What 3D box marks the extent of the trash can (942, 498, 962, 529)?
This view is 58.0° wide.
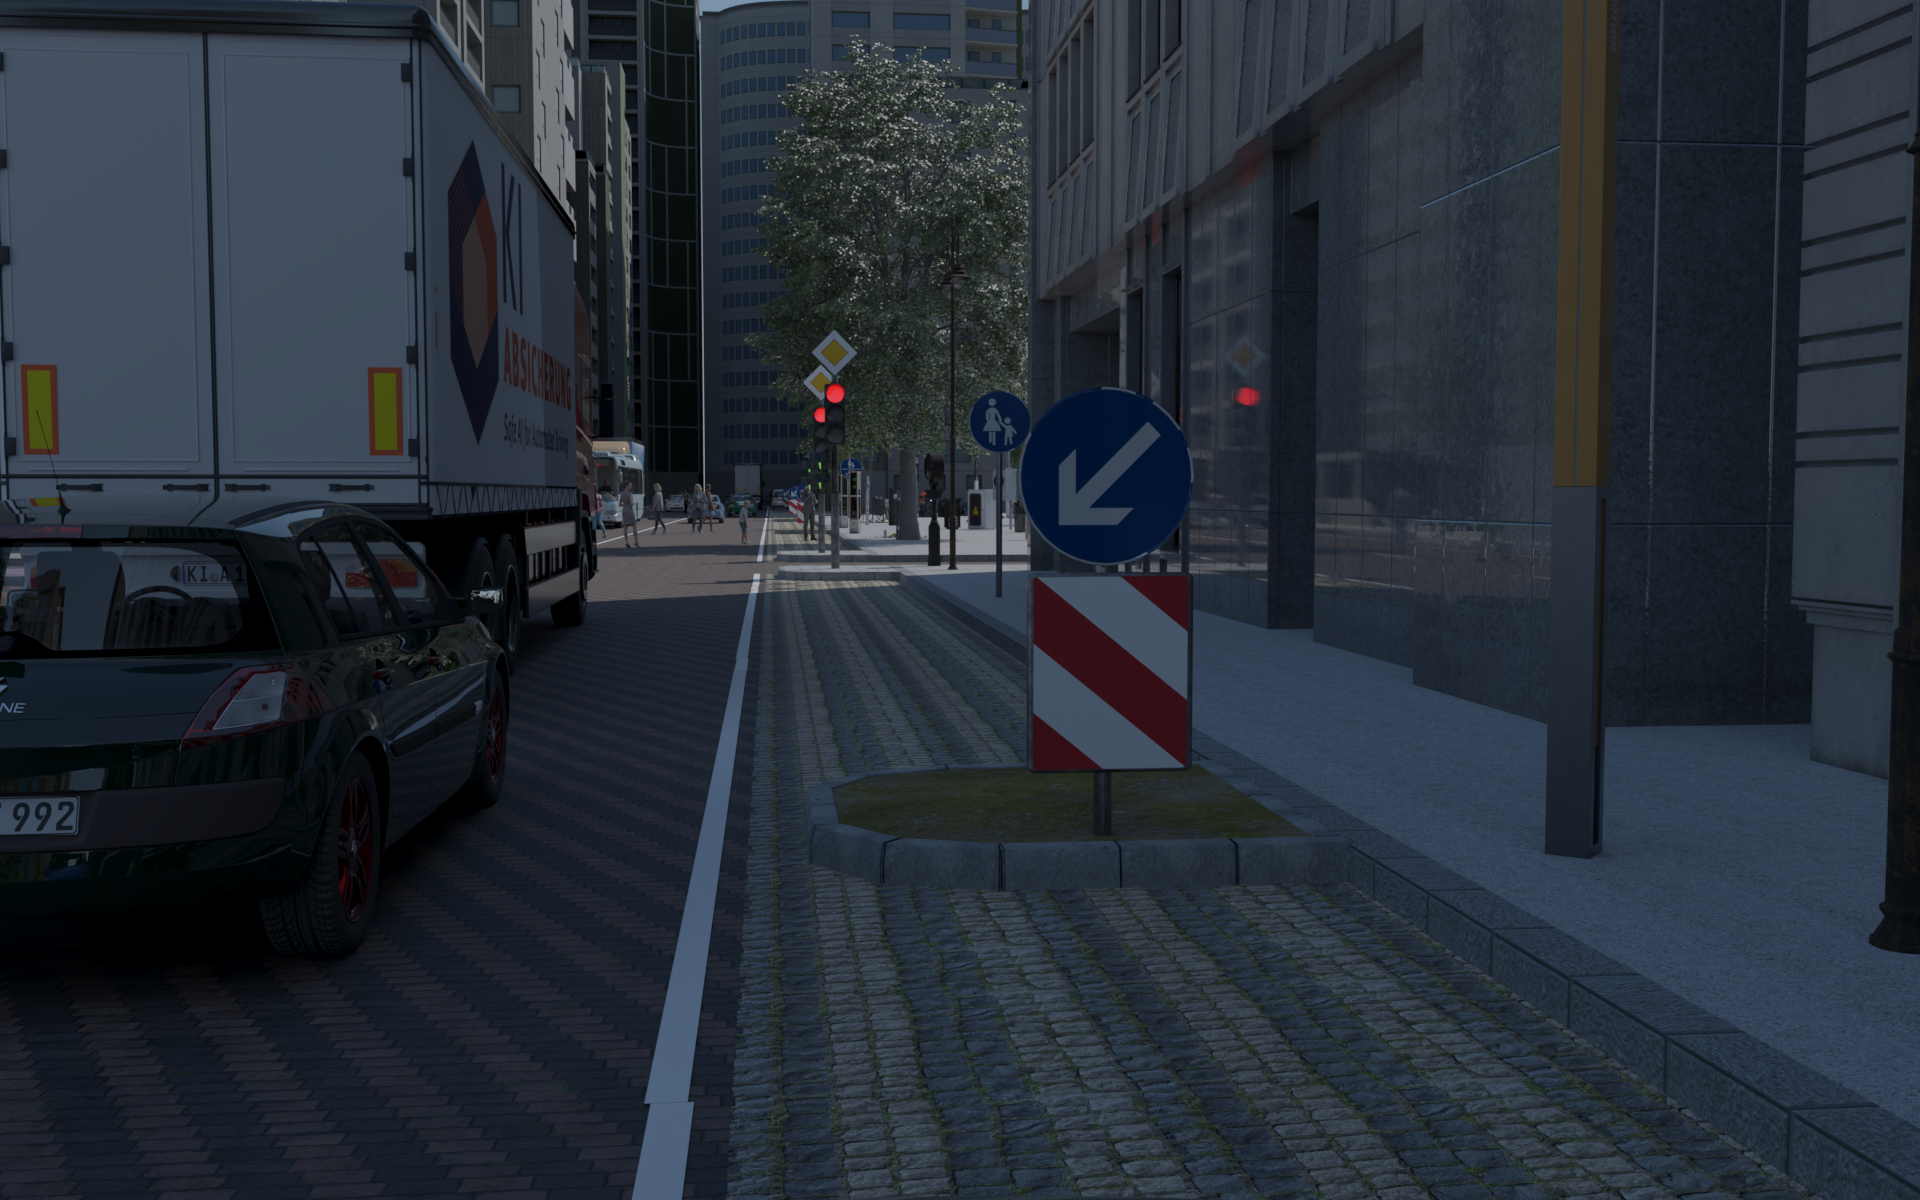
[{"bbox_3d":[-0.280,-3.145,63.077,0.748,1.137,0.748,0,3,0],"label":"trash can"}]

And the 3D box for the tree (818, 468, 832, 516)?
[{"bbox_3d":[-7.837,-6.510,101.036,1.663,3.219,1.824,0,3,0],"label":"tree"}]

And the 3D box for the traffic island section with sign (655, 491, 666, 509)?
[{"bbox_3d":[-28.758,-9.597,165.534,1.989,1.847,2.006,0,4,-6],"label":"traffic island section with sign"}]

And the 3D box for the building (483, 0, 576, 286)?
[{"bbox_3d":[-41.952,-32.585,121.998,28.713,52.752,27.495,0,4,-6],"label":"building"}]

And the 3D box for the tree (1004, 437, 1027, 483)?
[{"bbox_3d":[3.530,-5.366,71.443,4.285,4.588,4.351,0,3,0],"label":"tree"}]

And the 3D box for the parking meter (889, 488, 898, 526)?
[{"bbox_3d":[-2.721,-3.797,70.487,0.372,1.533,0.369,0,3,0],"label":"parking meter"}]

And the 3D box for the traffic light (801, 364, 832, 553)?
[{"bbox_3d":[-3.031,-2.979,37.625,0.839,4.253,0.868,0,4,-6],"label":"traffic light"}]

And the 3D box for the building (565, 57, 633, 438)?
[{"bbox_3d":[-38.087,-29.033,158.287,14.154,41.232,14.086,0,4,-6],"label":"building"}]

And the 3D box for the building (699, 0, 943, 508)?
[{"bbox_3d":[-16.380,-40.642,206.495,28.212,58.520,21.231,0,4,-6],"label":"building"}]

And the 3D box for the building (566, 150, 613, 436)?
[{"bbox_3d":[-36.777,-22.808,144.604,14.160,30.474,14.107,0,4,-6],"label":"building"}]

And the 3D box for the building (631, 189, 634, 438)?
[{"bbox_3d":[-40.783,-30.193,177.243,14.086,41.232,14.154,0,4,-6],"label":"building"}]

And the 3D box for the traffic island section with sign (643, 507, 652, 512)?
[{"bbox_3d":[-25.778,-7.928,138.251,1.989,1.847,2.006,0,4,-6],"label":"traffic island section with sign"}]

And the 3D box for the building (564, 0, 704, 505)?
[{"bbox_3d":[-41.018,-46.776,203.036,20.611,71.187,20.563,0,4,-6],"label":"building"}]

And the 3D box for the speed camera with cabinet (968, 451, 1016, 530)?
[{"bbox_3d":[1.139,-4.176,62.606,0.660,3.252,2.038,-3,5,-41],"label":"speed camera with cabinet"}]

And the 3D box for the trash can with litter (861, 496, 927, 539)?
[{"bbox_3d":[-1.690,-2.424,50.694,1.678,1.210,2.233,-2,4,-25],"label":"trash can with litter"}]

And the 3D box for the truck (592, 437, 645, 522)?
[{"bbox_3d":[-17.593,-6.028,87.477,2.839,4.237,11.283,0,4,-6],"label":"truck"}]

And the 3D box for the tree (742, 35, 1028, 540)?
[{"bbox_3d":[-1.490,-8.646,48.020,9.857,13.997,8.962,0,3,0],"label":"tree"}]

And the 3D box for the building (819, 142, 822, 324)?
[{"bbox_3d":[-4.119,-22.376,137.541,14.160,30.474,14.107,0,4,-6],"label":"building"}]

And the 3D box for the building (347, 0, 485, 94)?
[{"bbox_3d":[-35.810,-40.311,97.341,20.563,71.187,20.611,0,4,-6],"label":"building"}]

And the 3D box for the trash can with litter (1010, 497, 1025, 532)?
[{"bbox_3d":[2.248,-2.834,57.730,1.055,1.170,0.624,-1,4,-18],"label":"trash can with litter"}]

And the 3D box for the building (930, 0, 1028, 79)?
[{"bbox_3d":[11.731,-40.854,209.956,28.212,58.520,21.231,0,4,-6],"label":"building"}]

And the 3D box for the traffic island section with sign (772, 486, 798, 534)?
[{"bbox_3d":[-5.695,-3.296,62.514,1.989,1.847,2.006,0,4,-6],"label":"traffic island section with sign"}]

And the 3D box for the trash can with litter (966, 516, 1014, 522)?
[{"bbox_3d":[1.087,-4.218,80.017,1.678,1.210,2.233,3,5,41],"label":"trash can with litter"}]

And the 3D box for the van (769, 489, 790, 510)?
[{"bbox_3d":[-16.377,-9.228,157.886,2.013,2.044,4.112,0,4,-6],"label":"van"}]

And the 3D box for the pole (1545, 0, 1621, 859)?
[{"bbox_3d":[2.193,-0.749,6.089,0.158,3.312,0.155,0,3,0],"label":"pole"}]

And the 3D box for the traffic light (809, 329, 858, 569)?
[{"bbox_3d":[-2.163,-2.493,29.687,0.839,4.253,0.868,0,4,-6],"label":"traffic light"}]

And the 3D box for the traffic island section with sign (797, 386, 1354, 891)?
[{"bbox_3d":[0.357,0.089,7.178,1.989,1.847,2.006,0,4,-6],"label":"traffic island section with sign"}]

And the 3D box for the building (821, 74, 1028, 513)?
[{"bbox_3d":[-2.322,-21.521,123.572,14.160,30.474,14.107,0,4,-6],"label":"building"}]

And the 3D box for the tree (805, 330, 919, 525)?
[{"bbox_3d":[-3.777,-7.429,71.829,4.737,8.622,4.395,0,3,0],"label":"tree"}]

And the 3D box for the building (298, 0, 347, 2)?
[{"bbox_3d":[-37.951,-22.981,67.628,32.217,40.220,23.993,0,4,-6],"label":"building"}]

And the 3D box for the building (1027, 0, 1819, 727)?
[{"bbox_3d":[8.180,-12.308,19.251,12.078,24.808,19.932,0,4,-6],"label":"building"}]

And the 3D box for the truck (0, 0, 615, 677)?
[{"bbox_3d":[-4.885,-1.619,15.390,2.839,4.237,11.283,0,4,-7],"label":"truck"}]

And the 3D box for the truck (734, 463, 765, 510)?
[{"bbox_3d":[-19.707,-10.571,161.757,2.839,4.237,11.283,0,4,-5],"label":"truck"}]
